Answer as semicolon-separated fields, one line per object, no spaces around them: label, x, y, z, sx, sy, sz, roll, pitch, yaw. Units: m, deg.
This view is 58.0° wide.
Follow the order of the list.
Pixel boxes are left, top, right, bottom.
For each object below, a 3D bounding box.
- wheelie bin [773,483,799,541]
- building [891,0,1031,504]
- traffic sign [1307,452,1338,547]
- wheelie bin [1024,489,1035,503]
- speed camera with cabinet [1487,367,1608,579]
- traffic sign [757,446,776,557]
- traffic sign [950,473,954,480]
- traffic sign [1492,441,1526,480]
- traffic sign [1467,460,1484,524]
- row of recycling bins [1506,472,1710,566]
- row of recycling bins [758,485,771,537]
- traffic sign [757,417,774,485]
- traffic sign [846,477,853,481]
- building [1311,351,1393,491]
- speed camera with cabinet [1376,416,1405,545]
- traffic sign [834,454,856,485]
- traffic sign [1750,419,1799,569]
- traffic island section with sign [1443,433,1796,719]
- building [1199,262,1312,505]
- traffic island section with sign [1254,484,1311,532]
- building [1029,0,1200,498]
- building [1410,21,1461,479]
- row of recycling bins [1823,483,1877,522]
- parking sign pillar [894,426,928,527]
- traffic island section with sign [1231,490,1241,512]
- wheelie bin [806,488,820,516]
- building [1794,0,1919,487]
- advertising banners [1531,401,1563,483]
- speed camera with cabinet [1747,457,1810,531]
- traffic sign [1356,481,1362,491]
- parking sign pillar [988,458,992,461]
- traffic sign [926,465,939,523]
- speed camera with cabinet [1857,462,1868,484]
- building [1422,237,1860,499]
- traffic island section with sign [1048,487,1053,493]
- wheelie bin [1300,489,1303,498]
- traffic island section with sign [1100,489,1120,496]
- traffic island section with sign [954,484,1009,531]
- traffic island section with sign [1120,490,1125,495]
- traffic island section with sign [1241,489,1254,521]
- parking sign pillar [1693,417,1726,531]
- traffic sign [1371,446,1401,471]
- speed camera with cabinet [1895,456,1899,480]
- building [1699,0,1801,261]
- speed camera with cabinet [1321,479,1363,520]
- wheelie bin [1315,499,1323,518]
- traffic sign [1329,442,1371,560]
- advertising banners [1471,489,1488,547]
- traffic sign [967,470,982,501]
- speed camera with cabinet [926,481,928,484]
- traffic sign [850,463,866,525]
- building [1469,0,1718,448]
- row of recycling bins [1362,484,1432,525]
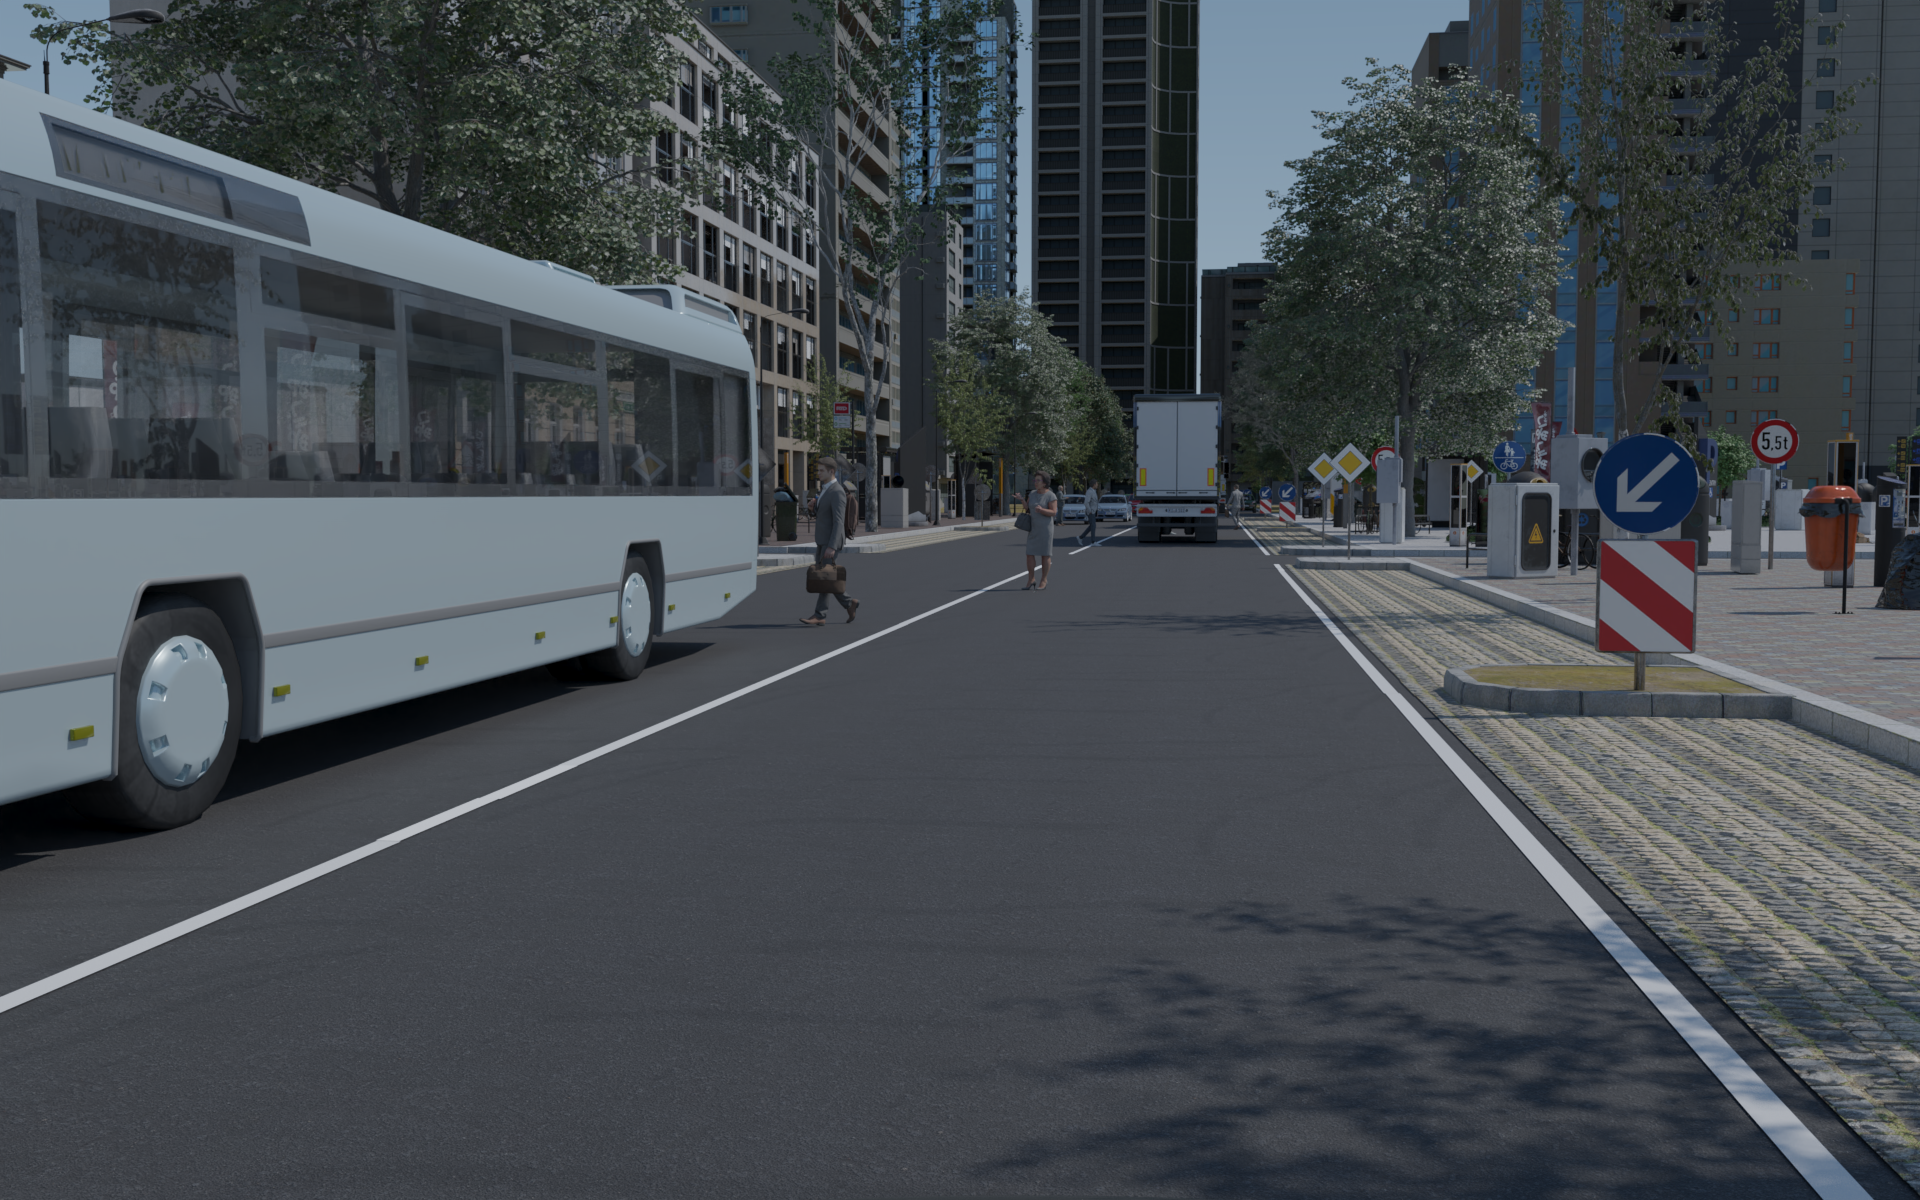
wheelie bin;-4.764;-2.413;47.353;0.693;1.594;0.980;0;4;-8
building;-5.459;-55.887;226.416;31.000;86.520;22.319;1;4;8
traffic sign;8.729;-2.321;41.584;0.795;2.450;0.064;1;4;8
wheelie bin;4.717;-6.594;115.712;0.980;1.594;0.693;1;4;15
speed camera with cabinet;9.049;-1.975;26.622;2.038;3.252;0.660;-2;4;-30
traffic sign;-4.143;-1.943;35.409;0.795;2.450;0.064;1;4;8
traffic sign;-0.190;-6.100;99.847;0.768;2.556;0.104;1;4;12
traffic sign;13.115;-2.527;41.425;0.768;2.556;0.104;1;4;12
traffic sign;17.179;-3.489;58.224;0.795;2.450;0.064;1;4;17
row of recycling bins;11.722;-1.495;31.561;3.534;1.692;1.069;1;4;14
row of recycling bins;-7.275;-2.671;50.791;3.534;1.692;1.069;-1;4;-23
traffic sign;-6.039;-3.208;46.321;2.265;3.308;0.079;1;4;17
traffic sign;-4.758;-4.375;71.542;0.884;2.594;0.081;1;4;9
building;59.622;-23.116;222.987;28.899;21.520;27.650;1;4;8
speed camera with cabinet;11.099;-3.075;44.612;0.660;3.252;2.038;1;4;19
traffic sign;-2.989;-2.426;43.311;0.795;2.450;0.064;1;4;8
traffic sign;13.804;-1.793;29.424;0.768;2.556;0.104;1;4;11
traffic island section with sign;4.446;-0.207;12.005;1.989;1.847;2.006;1;4;8
building;37.351;-27.368;219.171;14.107;30.474;14.160;1;4;8
traffic island section with sign;12.331;-3.509;65.997;1.989;1.847;2.006;1;4;8
building;20.308;-48.040;223.713;20.611;71.187;20.563;1;4;8
building;50.647;-31.508;165.259;14.600;45.320;14.200;1;4;8
row of recycling bins;33.009;-3.468;63.817;1.069;1.692;3.534;-1;4;-14
parking sign pillar;-1.992;-4.916;68.849;1.447;3.967;1.447;-3;5;-40
traffic island section with sign;23.483;-8.178;142.345;1.989;1.847;2.006;1;4;8
wheelie bin;-8.209;-5.474;97.414;0.980;1.594;0.693;3;4;37
building;90.284;-43.933;156.563;20.611;71.187;20.563;1;4;8
advertising banners;11.716;-2.264;33.208;2.074;3.025;0.090;-2;4;-24
speed camera with cabinet;29.124;-4.115;61.621;0.660;3.252;2.038;-3;4;-36
traffic sign;21.407;-5.645;92.400;0.768;2.556;0.104;1;4;15
parking sign pillar;1.733;-7.604;112.799;1.447;3.967;1.447;1;4;12
traffic sign;-1.295;-4.653;76.185;0.768;2.556;0.104;1;4;13
speed camera with cabinet;55.815;-6.961;108.156;0.660;3.252;2.038;0;4;-3
building;54.393;-18.267;143.704;27.650;21.520;28.899;1;4;8
traffic island section with sign;4.769;-5.244;94.372;1.989;1.847;2.006;1;4;8
wheelie bin;22.046;-6.235;109.858;0.980;1.594;0.693;1;4;21
traffic island section with sign;12.050;-8.291;144.188;1.989;1.847;2.006;1;4;8
traffic island section with sign;0.873;-3.613;67.698;1.989;1.847;2.006;1;4;8
traffic island section with sign;15.995;-9.941;171.157;1.989;1.847;2.006;1;4;8
traffic island section with sign;16.236;-5.146;92.770;1.989;1.847;2.006;1;4;8
parking sign pillar;26.161;-4.424;60.797;1.447;3.967;1.447;3;5;42
traffic sign;11.307;-2.808;46.022;0.768;2.556;0.104;1;4;18
speed camera with cabinet;48.407;-5.849;89.973;0.660;3.252;2.038;2;4;31
building;69.706;-44.088;159.084;20.611;71.187;20.563;1;4;8
speed camera with cabinet;18.814;-5.554;85.145;2.038;3.252;0.660;0;4;4
wheelie bin;19.487;-5.258;93.872;0.980;1.594;0.693;-1;4;-11
traffic sign;7.574;-1.837;33.683;0.795;2.450;0.064;1;4;8
advertising banners;13.425;-2.787;41.758;2.074;3.025;0.090;0;4;6
traffic sign;0.797;-5.502;89.964;0.884;2.594;0.081;1;4;16
speed camera with cabinet;-2.844;-6.299;97.324;2.038;3.252;0.660;2;4;24
traffic sign;-4.185;-4.317;70.685;0.768;2.556;0.104;1;4;9
building;43.969;-28.908;122.758;14.600;45.320;14.200;1;4;8
row of recycling bins;18.366;-3.986;72.289;1.069;1.692;3.534;-3;5;-42
